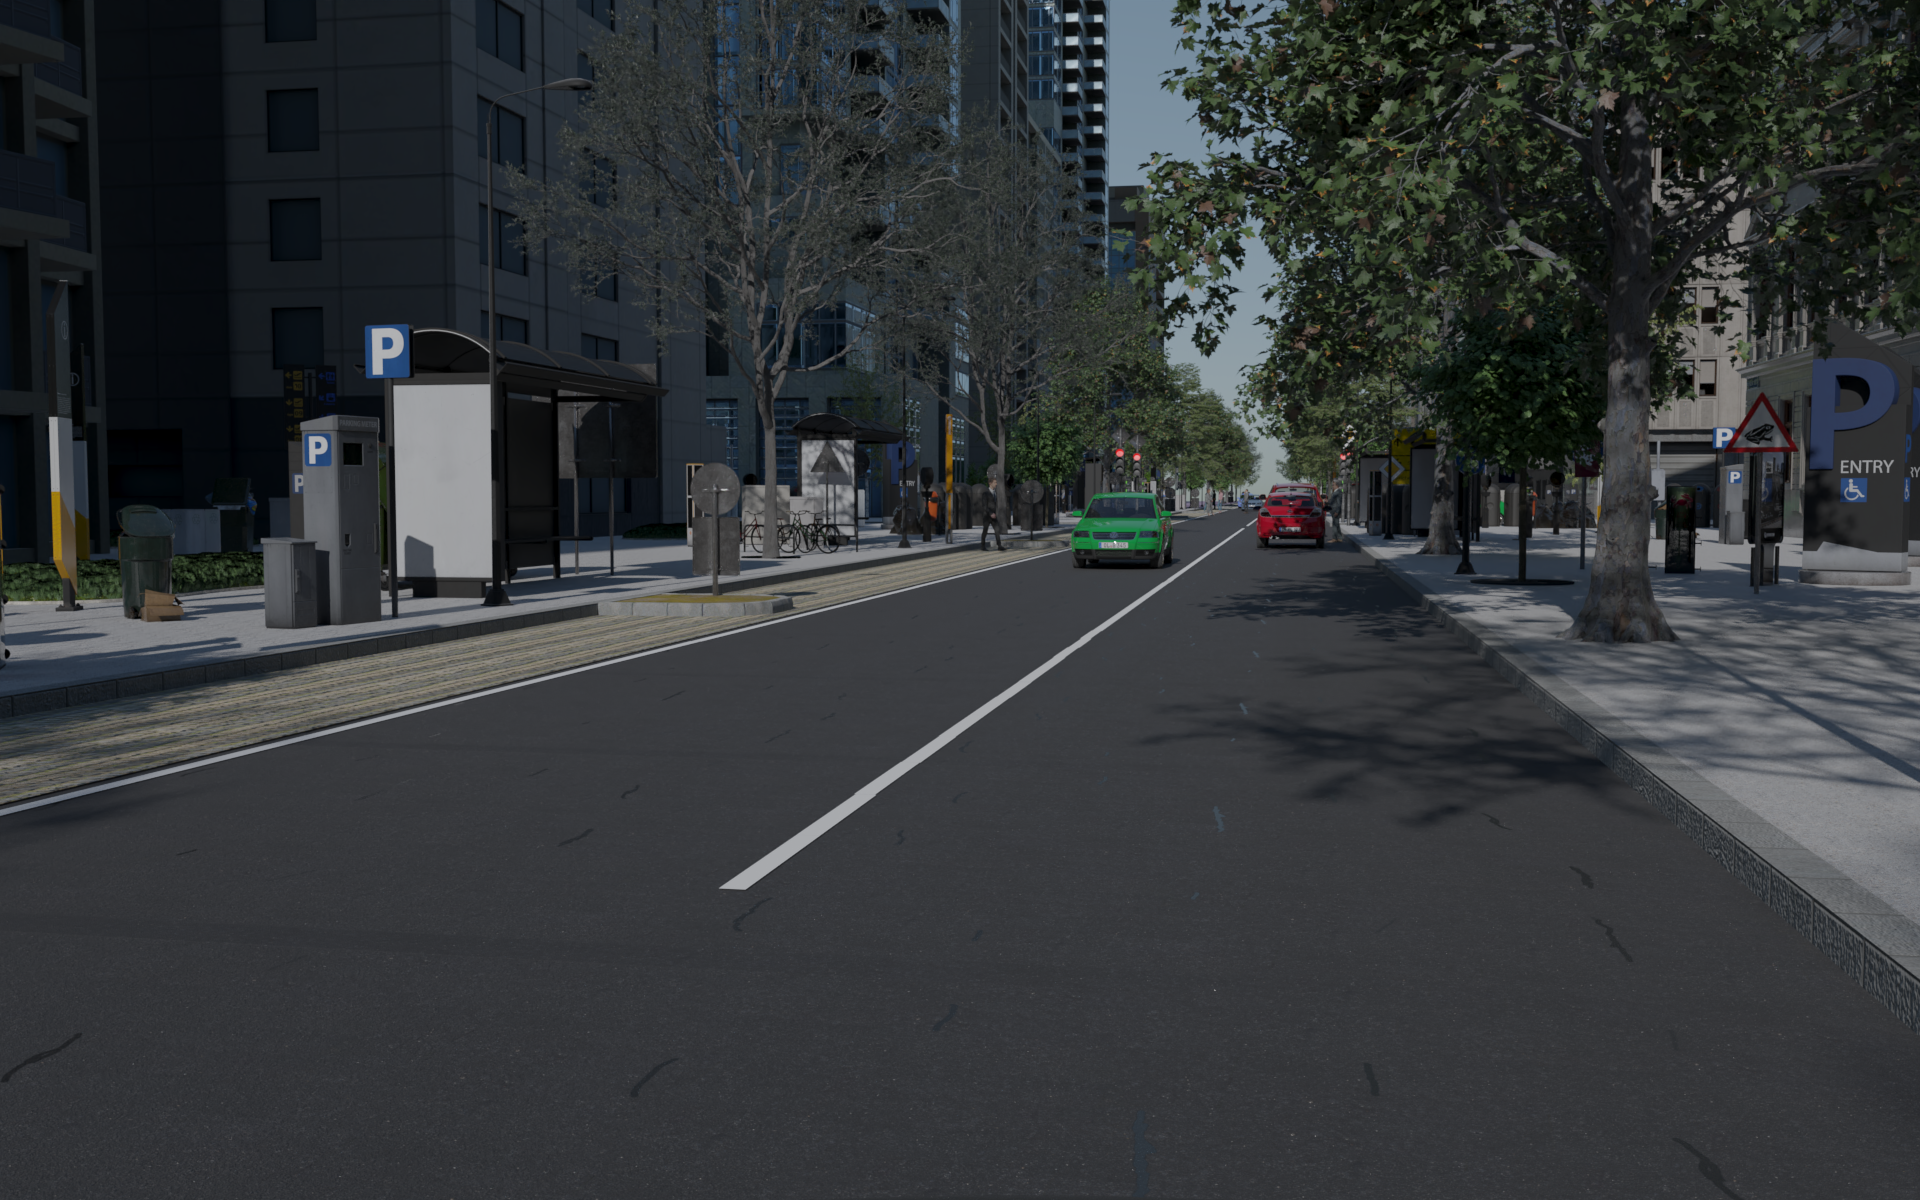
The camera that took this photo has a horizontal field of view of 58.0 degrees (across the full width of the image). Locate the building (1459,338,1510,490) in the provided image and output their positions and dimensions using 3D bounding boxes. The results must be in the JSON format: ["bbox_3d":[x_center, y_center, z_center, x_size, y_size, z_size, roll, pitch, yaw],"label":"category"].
[{"bbox_3d":[46.773,-18.017,136.382,13.314,21.916,24.055,1,4,11],"label":"building"}]

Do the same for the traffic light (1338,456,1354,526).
[{"bbox_3d":[15.705,-4.958,69.979,0.839,4.253,0.868,1,4,11],"label":"traffic light"}]

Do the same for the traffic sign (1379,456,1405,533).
[{"bbox_3d":[13.048,-3.132,52.389,0.795,2.450,0.064,1,4,12],"label":"traffic sign"}]

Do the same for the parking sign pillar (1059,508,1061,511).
[{"bbox_3d":[8.395,-8.871,133.505,1.447,3.967,1.447,-3,5,-40],"label":"parking sign pillar"}]

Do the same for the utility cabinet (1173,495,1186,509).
[{"bbox_3d":[18.729,-8.361,147.867,1.020,1.237,0.306,1,4,21],"label":"utility cabinet"}]

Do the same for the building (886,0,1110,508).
[{"bbox_3d":[6.351,-53.971,195.091,22.319,86.520,31.000,1,4,11],"label":"building"}]

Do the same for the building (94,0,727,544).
[{"bbox_3d":[-20.515,-37.592,52.878,20.611,71.187,20.563,1,4,11],"label":"building"}]

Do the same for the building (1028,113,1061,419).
[{"bbox_3d":[-3.846,-29.271,170.465,32.217,40.220,23.993,1,4,11],"label":"building"}]

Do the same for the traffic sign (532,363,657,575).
[{"bbox_3d":[-5.801,-2.051,27.401,2.265,3.308,0.079,1,4,20],"label":"traffic sign"}]

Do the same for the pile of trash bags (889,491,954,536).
[{"bbox_3d":[-1.112,-2.753,54.761,1.912,1.369,3.447,-1,4,-10],"label":"pile of trash bags"}]

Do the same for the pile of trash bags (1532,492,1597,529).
[{"bbox_3d":[22.140,-3.358,64.650,3.447,1.369,1.912,-3,4,-36],"label":"pile of trash bags"}]

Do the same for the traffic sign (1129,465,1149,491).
[{"bbox_3d":[12.365,-7.929,123.513,2.265,3.308,0.079,1,4,20],"label":"traffic sign"}]

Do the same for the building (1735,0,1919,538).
[{"bbox_3d":[28.620,-12.791,45.291,11.583,22.565,21.152,1,4,11],"label":"building"}]

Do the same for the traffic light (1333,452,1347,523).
[{"bbox_3d":[17.210,-5.437,77.821,0.839,4.253,0.868,1,4,11],"label":"traffic light"}]

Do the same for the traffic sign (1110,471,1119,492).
[{"bbox_3d":[8.726,-5.960,97.547,0.768,2.556,0.104,1,4,14],"label":"traffic sign"}]

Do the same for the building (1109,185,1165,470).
[{"bbox_3d":[21.003,-39.852,275.280,21.300,48.544,21.600,1,4,11],"label":"building"}]

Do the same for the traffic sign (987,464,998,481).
[{"bbox_3d":[1.498,-4.487,73.468,0.768,2.556,0.104,1,4,17],"label":"traffic sign"}]

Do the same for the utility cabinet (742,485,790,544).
[{"bbox_3d":[-4.920,-2.154,43.900,1.173,1.500,0.318,-2,4,-24],"label":"utility cabinet"}]

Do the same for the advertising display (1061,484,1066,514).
[{"bbox_3d":[6.821,-6.633,113.656,0.123,1.923,0.974,-1,4,-9],"label":"advertising display"}]

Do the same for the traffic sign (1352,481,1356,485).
[{"bbox_3d":[22.418,-6.097,99.688,0.884,2.594,0.081,1,4,14],"label":"traffic sign"}]

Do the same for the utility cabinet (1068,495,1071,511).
[{"bbox_3d":[7.989,-7.120,127.569,0.306,1.237,1.020,0,4,7],"label":"utility cabinet"}]

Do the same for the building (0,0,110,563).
[{"bbox_3d":[-27.632,-22.586,23.909,22.147,44.769,28.867,1,4,11],"label":"building"}]

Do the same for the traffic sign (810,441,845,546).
[{"bbox_3d":[-3.263,-2.601,42.536,0.884,2.594,0.081,1,4,14],"label":"traffic sign"}]

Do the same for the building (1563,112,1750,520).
[{"bbox_3d":[42.755,-16.609,89.579,19.932,24.808,12.078,1,4,11],"label":"building"}]

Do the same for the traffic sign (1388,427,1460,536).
[{"bbox_3d":[14.109,-3.578,52.373,2.265,3.308,0.079,1,4,14],"label":"traffic sign"}]

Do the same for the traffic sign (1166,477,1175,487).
[{"bbox_3d":[15.572,-7.854,128.524,0.768,2.556,0.104,1,4,16],"label":"traffic sign"}]

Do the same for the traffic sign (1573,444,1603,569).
[{"bbox_3d":[10.606,-1.794,29.439,0.768,2.556,0.104,1,4,16],"label":"traffic sign"}]

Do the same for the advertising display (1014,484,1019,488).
[{"bbox_3d":[3.688,-6.617,113.406,0.123,1.923,0.974,1,4,15],"label":"advertising display"}]

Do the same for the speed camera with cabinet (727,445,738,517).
[{"bbox_3d":[-9.384,-4.642,70.230,0.660,3.252,2.038,0,4,-3],"label":"speed camera with cabinet"}]

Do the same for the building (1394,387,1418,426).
[{"bbox_3d":[72.688,-35.592,265.531,14.154,41.232,14.086,1,4,11],"label":"building"}]

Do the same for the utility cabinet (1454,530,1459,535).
[{"bbox_3d":[15.705,-2.676,54.912,0.306,1.237,1.020,1,4,14],"label":"utility cabinet"}]

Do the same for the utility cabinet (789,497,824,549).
[{"bbox_3d":[-3.621,-1.823,40.974,0.306,1.237,1.020,-3,5,-40],"label":"utility cabinet"}]

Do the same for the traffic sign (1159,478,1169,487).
[{"bbox_3d":[14.722,-7.692,125.763,0.884,2.594,0.081,1,4,14],"label":"traffic sign"}]

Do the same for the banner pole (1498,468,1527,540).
[{"bbox_3d":[15.411,-3.564,48.284,0.863,3.779,0.401,3,4,36],"label":"banner pole"}]

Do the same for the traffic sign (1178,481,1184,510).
[{"bbox_3d":[17.857,-8.477,140.729,0.606,2.300,0.079,1,4,17],"label":"traffic sign"}]

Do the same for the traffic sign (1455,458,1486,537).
[{"bbox_3d":[13.421,-2.783,45.600,0.768,2.556,0.104,1,4,13],"label":"traffic sign"}]

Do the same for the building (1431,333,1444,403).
[{"bbox_3d":[55.843,-32.187,176.363,14.600,45.320,14.200,1,4,11],"label":"building"}]

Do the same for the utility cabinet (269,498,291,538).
[{"bbox_3d":[-10.995,-1.064,28.550,1.020,1.237,0.306,3,5,42],"label":"utility cabinet"}]

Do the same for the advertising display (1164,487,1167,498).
[{"bbox_3d":[16.023,-8.143,138.358,0.974,1.923,0.123,2,4,27],"label":"advertising display"}]

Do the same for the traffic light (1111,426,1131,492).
[{"bbox_3d":[6.655,-5.063,71.693,0.839,4.253,0.868,1,4,11],"label":"traffic light"}]

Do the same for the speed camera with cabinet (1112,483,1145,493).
[{"bbox_3d":[10.362,-6.868,106.624,2.038,3.252,0.660,-2,4,-26],"label":"speed camera with cabinet"}]

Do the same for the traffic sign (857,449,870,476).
[{"bbox_3d":[-2.923,-2.993,49.034,0.768,2.556,0.104,1,4,15],"label":"traffic sign"}]

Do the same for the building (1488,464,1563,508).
[{"bbox_3d":[43.098,-19.509,112.478,14.314,27.812,24.014,1,4,11],"label":"building"}]

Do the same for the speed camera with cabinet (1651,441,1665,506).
[{"bbox_3d":[25.570,-4.315,64.882,0.660,3.252,2.038,-1,4,-10],"label":"speed camera with cabinet"}]

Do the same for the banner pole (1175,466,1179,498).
[{"bbox_3d":[17.294,-9.075,138.392,0.401,3.779,0.863,-1,4,-15],"label":"banner pole"}]

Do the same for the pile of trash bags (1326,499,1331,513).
[{"bbox_3d":[26.852,-6.692,119.160,1.912,1.369,3.447,-3,5,-44],"label":"pile of trash bags"}]

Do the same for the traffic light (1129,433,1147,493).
[{"bbox_3d":[8.160,-5.542,79.536,0.839,4.253,0.868,1,4,11],"label":"traffic light"}]

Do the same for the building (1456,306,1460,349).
[{"bbox_3d":[52.699,-23.935,163.033,14.160,30.474,14.107,1,4,11],"label":"building"}]

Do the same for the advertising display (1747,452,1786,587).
[{"bbox_3d":[11.293,-1.165,24.259,0.974,1.923,0.123,-3,5,-44],"label":"advertising display"}]

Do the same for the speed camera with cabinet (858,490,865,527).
[{"bbox_3d":[-4.491,-4.485,67.665,0.660,3.252,2.038,-3,4,-36],"label":"speed camera with cabinet"}]

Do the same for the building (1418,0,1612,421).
[{"bbox_3d":[63.170,-40.038,196.624,21.231,58.520,28.212,1,4,11],"label":"building"}]

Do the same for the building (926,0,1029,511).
[{"bbox_3d":[-3.025,-42.976,140.902,20.563,71.187,20.611,1,4,11],"label":"building"}]

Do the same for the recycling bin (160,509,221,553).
[{"bbox_3d":[-12.752,-0.984,28.635,0.722,1.027,0.722,1,4,22],"label":"recycling bin"}]

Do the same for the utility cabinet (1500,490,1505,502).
[{"bbox_3d":[30.945,-5.552,99.452,1.173,1.500,0.318,0,4,3],"label":"utility cabinet"}]

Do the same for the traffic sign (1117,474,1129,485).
[{"bbox_3d":[9.141,-5.927,97.019,0.768,2.556,0.104,1,4,14],"label":"traffic sign"}]

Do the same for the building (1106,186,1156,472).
[{"bbox_3d":[21.495,-37.084,256.427,14.600,45.320,14.200,1,4,11],"label":"building"}]

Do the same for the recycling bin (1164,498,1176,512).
[{"bbox_3d":[15.307,-6.985,126.762,0.722,1.027,0.722,3,5,41],"label":"recycling bin"}]

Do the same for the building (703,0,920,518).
[{"bbox_3d":[-11.302,-48.623,107.661,22.319,86.520,31.000,1,4,11],"label":"building"}]

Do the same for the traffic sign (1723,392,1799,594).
[{"bbox_3d":[10.242,-1.357,22.199,0.884,2.594,0.081,1,4,16],"label":"traffic sign"}]
